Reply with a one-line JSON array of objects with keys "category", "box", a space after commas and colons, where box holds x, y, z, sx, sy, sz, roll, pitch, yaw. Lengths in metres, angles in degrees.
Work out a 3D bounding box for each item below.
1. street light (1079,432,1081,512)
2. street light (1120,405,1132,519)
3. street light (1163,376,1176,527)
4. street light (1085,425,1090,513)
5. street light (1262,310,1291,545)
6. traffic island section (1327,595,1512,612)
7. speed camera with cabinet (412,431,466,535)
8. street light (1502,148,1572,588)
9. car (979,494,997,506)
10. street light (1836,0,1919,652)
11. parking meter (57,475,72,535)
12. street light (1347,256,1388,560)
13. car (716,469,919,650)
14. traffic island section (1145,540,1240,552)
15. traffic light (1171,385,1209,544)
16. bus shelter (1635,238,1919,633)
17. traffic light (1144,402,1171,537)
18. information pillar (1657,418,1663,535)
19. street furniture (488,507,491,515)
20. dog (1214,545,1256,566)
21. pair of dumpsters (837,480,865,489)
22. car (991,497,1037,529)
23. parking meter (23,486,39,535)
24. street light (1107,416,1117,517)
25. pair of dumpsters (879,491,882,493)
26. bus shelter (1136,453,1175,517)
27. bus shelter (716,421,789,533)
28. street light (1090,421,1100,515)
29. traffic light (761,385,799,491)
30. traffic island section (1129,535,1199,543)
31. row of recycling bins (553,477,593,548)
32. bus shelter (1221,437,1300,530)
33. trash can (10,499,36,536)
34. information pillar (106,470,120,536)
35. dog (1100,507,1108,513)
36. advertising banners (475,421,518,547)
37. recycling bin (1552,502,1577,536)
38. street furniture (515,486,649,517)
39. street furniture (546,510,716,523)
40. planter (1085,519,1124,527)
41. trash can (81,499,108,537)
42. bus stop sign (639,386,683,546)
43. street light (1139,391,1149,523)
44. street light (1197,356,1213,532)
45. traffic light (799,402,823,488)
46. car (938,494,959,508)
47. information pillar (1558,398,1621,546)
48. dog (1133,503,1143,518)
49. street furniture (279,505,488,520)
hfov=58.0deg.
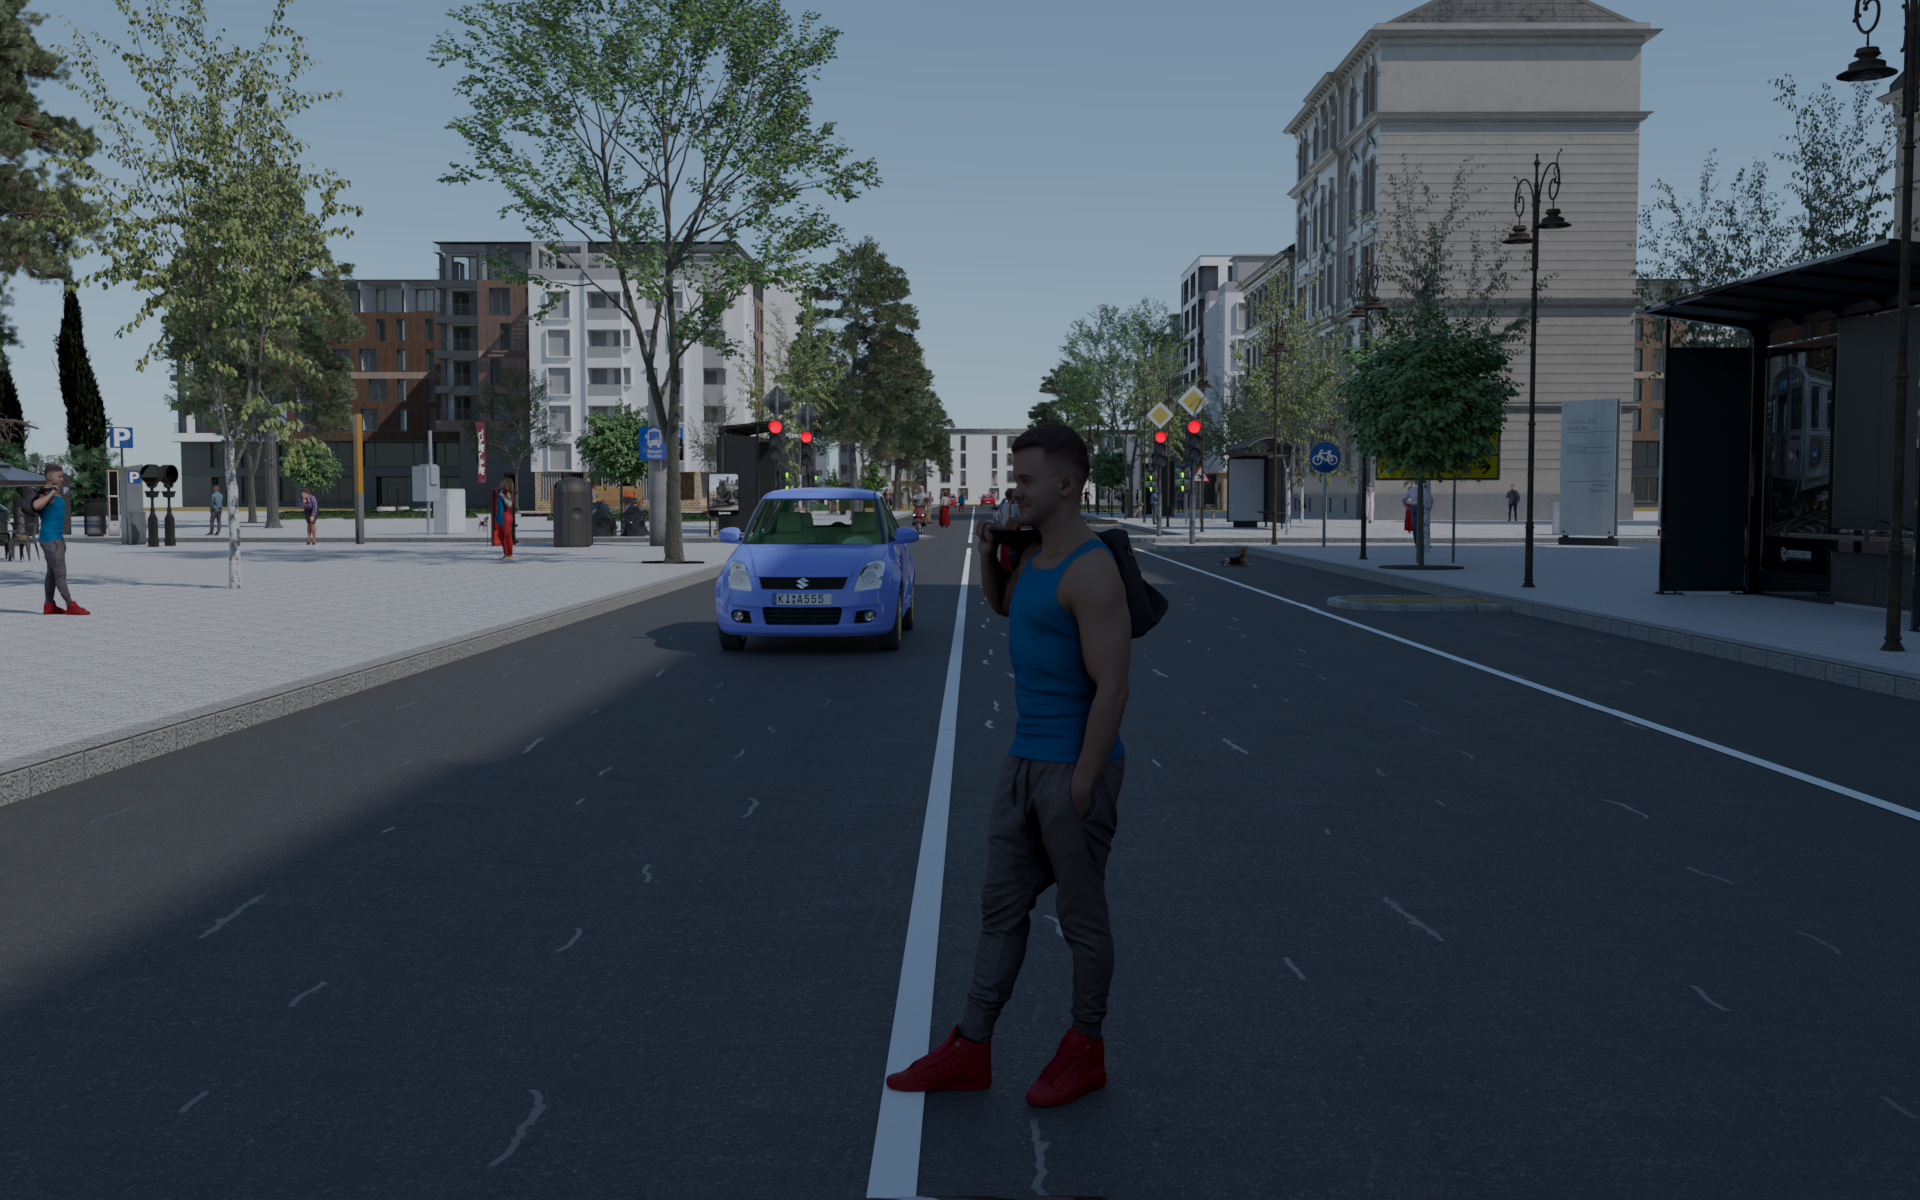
[{"category": "street light", "box": [8.766, -9.425, 126.887, 0.468, 5.910, 1.993, 0, 4, 1]}, {"category": "street light", "box": [8.368, -7.014, 87.459, 0.468, 5.910, 1.993, 0, 4, 1]}, {"category": "street light", "box": [8.168, -5.819, 67.923, 0.468, 5.910, 1.993, 0, 4, 1]}, {"category": "street light", "box": [8.679, -8.789, 116.490, 0.468, 5.910, 1.993, 0, 4, 1]}, {"category": "street light", "box": [7.947, -4.333, 43.632, 0.468, 5.910, 1.993, 0, 4, 1]}, {"category": "traffic island section", "box": [5.750, 0.047, 22.091, 1.991, 0.108, 1.994, 0, 4, 1]}, {"category": "speed camera with cabinet", "box": [-16.505, -3.702, 54.860, 0.660, 3.252, 2.038, 1, 4, 18]}, {"category": "street light", "box": [7.823, -3.111, 23.654, 0.468, 5.910, 1.993, 0, 4, 1]}, {"category": "car", "box": [3.259, -11.792, 201.842, 2.155, 1.783, 4.494, 0, 4, 1]}, {"category": "street light", "box": [7.636, -2.521, 14.001, 0.468, 5.910, 1.993, 0, 4, 1]}, {"category": "parking meter", "box": [-28.040, -2.962, 54.140, 0.255, 1.863, 0.399, 2, 4, 24]}, {"category": "street light", "box": [7.912, -3.732, 33.806, 0.468, 5.910, 1.993, 0, 4, 1]}, {"category": "car", "box": [-1.350, -0.457, 17.065, 1.945, 1.707, 3.694, 0, 4, 1]}, {"category": "traffic island section", "box": [5.949, -1.343, 44.242, 2.009, 0.180, 2.903, 0, 4, 1]}, {"category": "traffic light", "box": [5.909, -3.357, 44.130, 0.839, 4.213, 0.868, 0, 4, 1]}, {"category": "bus shelter", "box": [9.408, -1.697, 19.037, 1.731, 3.624, 6.357, 0, 4, 1]}, {"category": "traffic light", "box": [5.982, -3.845, 52.115, 0.839, 4.213, 0.868, 0, 4, 1]}, {"category": "information pillar", "box": [21.849, -3.764, 52.850, 0.184, 3.620, 1.656, -1, 4, -8]}, {"category": "street furniture", "box": [-32.530, -5.625, 107.595, 10.072, 0.657, 5.734, -3, 4, -37]}, {"category": "dog", "box": [5.491, -0.880, 34.576, 0.550, 0.427, 0.748, -3, 4, -38]}, {"category": "pair of dumpsters", "box": [-6.756, -6.380, 106.806, 1.574, 2.255, 4.436, 0, 4, 1]}, {"category": "car", "box": [2.103, -3.056, 62.541, 1.945, 1.354, 3.894, 0, 4, -1]}, {"category": "parking meter", "box": [-29.235, -2.985, 54.517, 0.255, 1.863, 0.399, 1, 4, 22]}, {"category": "street light", "box": [8.530, -7.604, 97.112, 0.468, 5.910, 1.993, 0, 4, 1]}, {"category": "pair of dumpsters", "box": [-6.216, -7.112, 118.768, 1.574, 2.255, 4.436, 0, 4, 0]}, {"category": "bus shelter", "box": [11.397, -6.710, 100.999, 1.731, 3.624, 6.357, 0, 4, 1]}, {"category": "bus shelter", "box": [-6.946, -4.118, 58.619, 1.731, 3.624, 6.357, 0, 4, 0]}, {"category": "street light", "box": [8.492, -8.194, 106.766, 0.468, 5.910, 1.993, 0, 4, 1]}, {"category": "traffic light", "box": [-4.652, -3.362, 44.210, 0.839, 4.213, 0.868, 0, 4, 1]}, {"category": "traffic island section", "box": [6.022, -1.832, 52.227, 2.009, 0.180, 2.903, 0, 4, 1]}, {"category": "row of recycling bins", "box": [-9.658, -2.208, 43.218, 1.069, 1.692, 3.534, -1, 4, -13]}, {"category": "bus shelter", "box": [11.011, -4.281, 63.913, 2.014, 3.302, 5.546, 0, 4, 0]}, {"category": "trash can", "box": [-28.337, -2.496, 52.456, 0.748, 1.137, 0.748, 0, 3, 0]}, {"category": "information pillar", "box": [-26.006, -2.979, 53.193, 0.304, 2.012, 0.304, -2, 4, -33]}, {"category": "dog", "box": [10.055, -6.276, 120.355, 0.748, 0.427, 0.550, 1, 4, 12]}, {"category": "advertising banners", "box": [-11.389, -2.835, 42.543, 0.090, 3.025, 2.074, 1, 4, 12]}, {"category": "recycling bin", "box": [18.836, -2.533, 53.961, 0.722, 1.027, 0.722, 1, 4, 19]}, {"category": "street furniture", "box": [-19.946, -5.695, 99.973, 9.812, 1.723, 11.010, 1, 4, 22]}, {"category": "street furniture", "box": [-14.433, -4.047, 81.797, 10.072, 0.657, 5.734, 2, 4, 35]}, {"category": "planter", "box": [6.243, -3.419, 77.042, 1.991, 0.319, 1.994, 0, 4, 1]}, {"category": "trash can", "box": [-26.015, -2.473, 52.092, 0.748, 1.137, 0.748, 0, 3, 0]}, {"category": "bus stop sign", "box": [-7.341, -3.275, 42.561, 0.837, 3.901, 0.837, 1, 4, 11]}, {"category": "street light", "box": [8.274, -6.409, 77.576, 0.468, 5.910, 1.993, 0, 4, 1]}, {"category": "street light", "box": [8.132, -5.213, 58.025, 0.468, 5.910, 1.993, 0, 4, 1]}, {"category": "traffic light", "box": [-4.579, -3.850, 52.194, 0.839, 4.213, 0.868, 0, 4, 1]}, {"category": "car", "box": [-1.194, -10.618, 182.642, 2.155, 1.783, 4.494, 0, 4, 1]}, {"category": "information pillar", "box": [15.711, -3.175, 43.235, 0.184, 3.620, 1.656, -2, 4, -32]}, {"category": "dog", "box": [9.369, -4.741, 91.899, 0.513, 0.831, 0.800, -2, 4, -35]}, {"category": "street furniture", "box": [-29.930, -4.463, 88.590, 10.072, 0.657, 5.734, -2, 4, -25]}]
